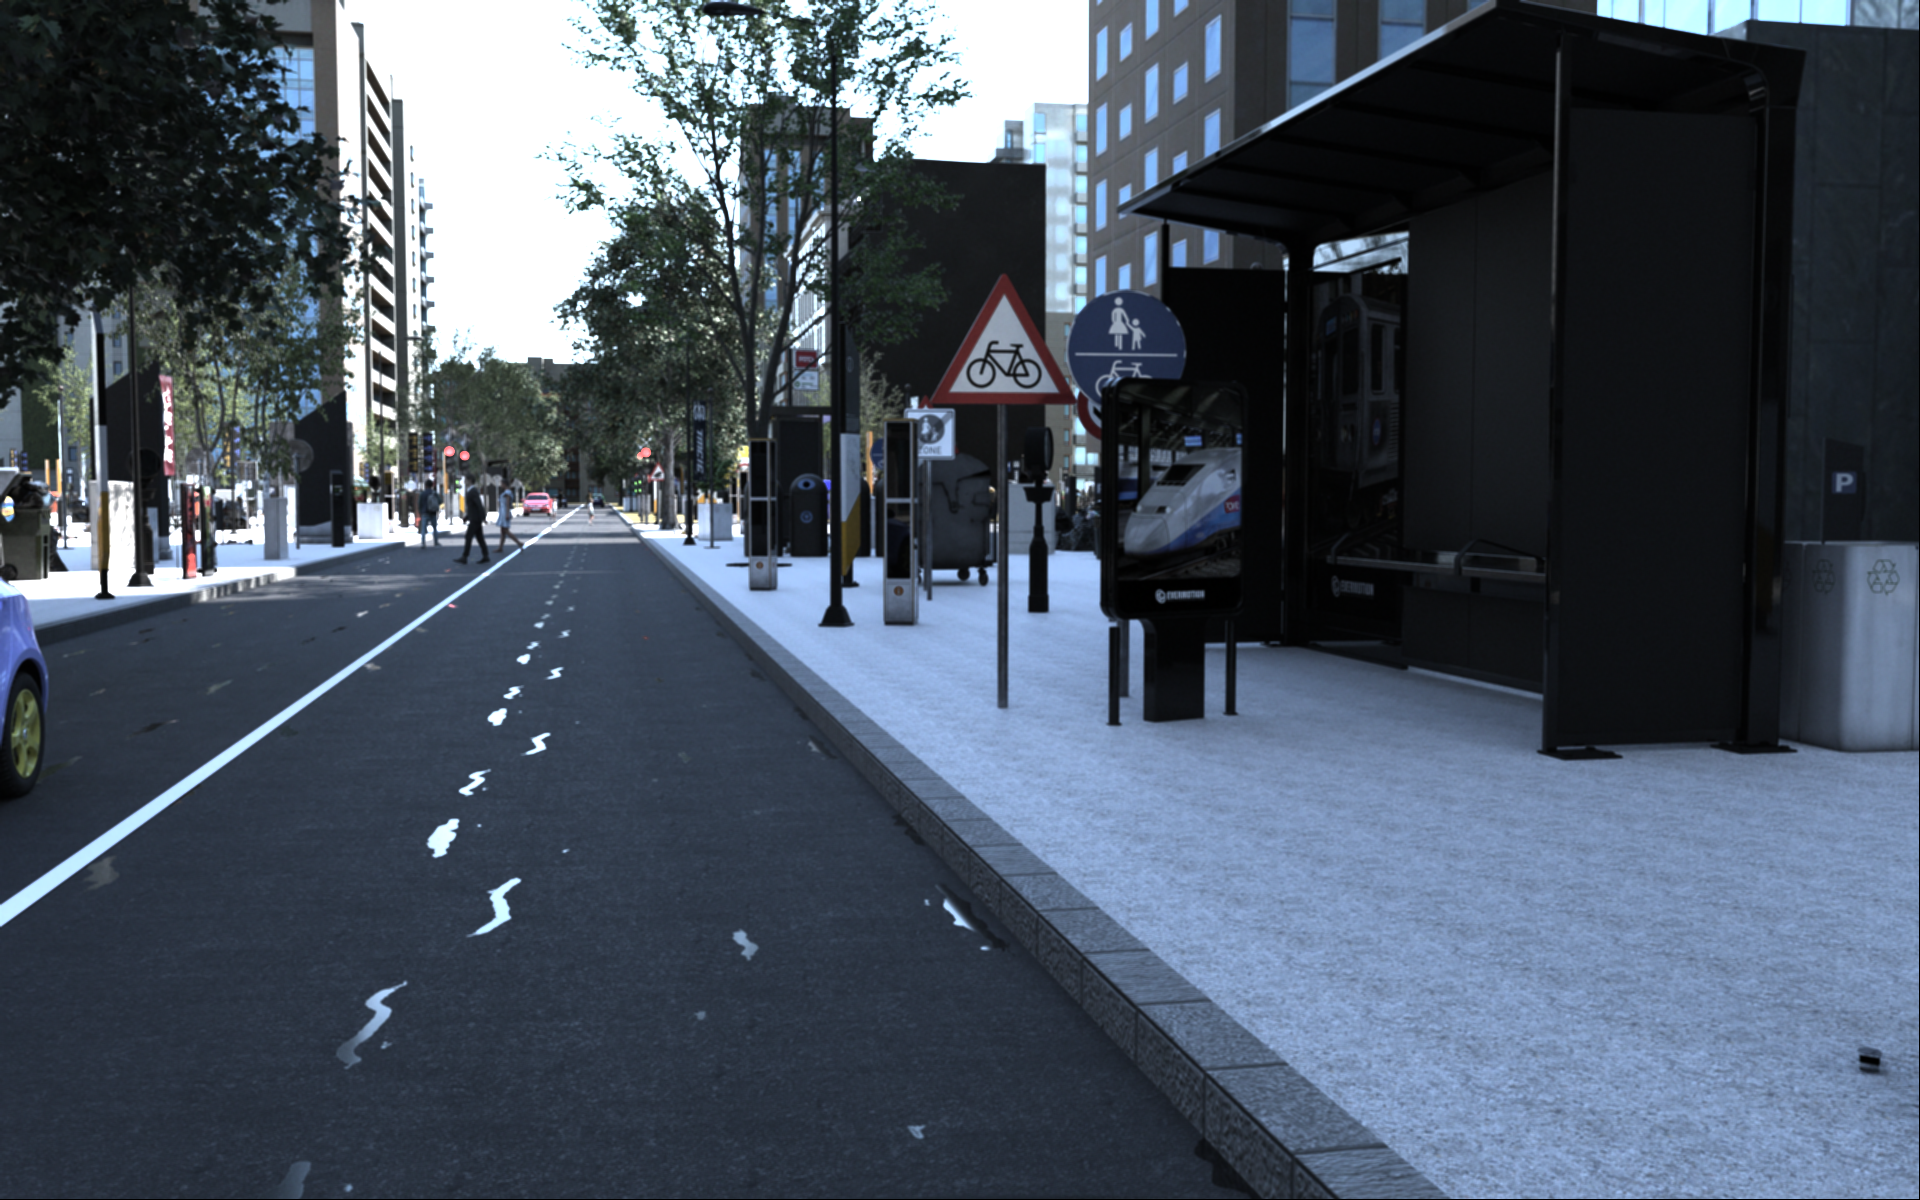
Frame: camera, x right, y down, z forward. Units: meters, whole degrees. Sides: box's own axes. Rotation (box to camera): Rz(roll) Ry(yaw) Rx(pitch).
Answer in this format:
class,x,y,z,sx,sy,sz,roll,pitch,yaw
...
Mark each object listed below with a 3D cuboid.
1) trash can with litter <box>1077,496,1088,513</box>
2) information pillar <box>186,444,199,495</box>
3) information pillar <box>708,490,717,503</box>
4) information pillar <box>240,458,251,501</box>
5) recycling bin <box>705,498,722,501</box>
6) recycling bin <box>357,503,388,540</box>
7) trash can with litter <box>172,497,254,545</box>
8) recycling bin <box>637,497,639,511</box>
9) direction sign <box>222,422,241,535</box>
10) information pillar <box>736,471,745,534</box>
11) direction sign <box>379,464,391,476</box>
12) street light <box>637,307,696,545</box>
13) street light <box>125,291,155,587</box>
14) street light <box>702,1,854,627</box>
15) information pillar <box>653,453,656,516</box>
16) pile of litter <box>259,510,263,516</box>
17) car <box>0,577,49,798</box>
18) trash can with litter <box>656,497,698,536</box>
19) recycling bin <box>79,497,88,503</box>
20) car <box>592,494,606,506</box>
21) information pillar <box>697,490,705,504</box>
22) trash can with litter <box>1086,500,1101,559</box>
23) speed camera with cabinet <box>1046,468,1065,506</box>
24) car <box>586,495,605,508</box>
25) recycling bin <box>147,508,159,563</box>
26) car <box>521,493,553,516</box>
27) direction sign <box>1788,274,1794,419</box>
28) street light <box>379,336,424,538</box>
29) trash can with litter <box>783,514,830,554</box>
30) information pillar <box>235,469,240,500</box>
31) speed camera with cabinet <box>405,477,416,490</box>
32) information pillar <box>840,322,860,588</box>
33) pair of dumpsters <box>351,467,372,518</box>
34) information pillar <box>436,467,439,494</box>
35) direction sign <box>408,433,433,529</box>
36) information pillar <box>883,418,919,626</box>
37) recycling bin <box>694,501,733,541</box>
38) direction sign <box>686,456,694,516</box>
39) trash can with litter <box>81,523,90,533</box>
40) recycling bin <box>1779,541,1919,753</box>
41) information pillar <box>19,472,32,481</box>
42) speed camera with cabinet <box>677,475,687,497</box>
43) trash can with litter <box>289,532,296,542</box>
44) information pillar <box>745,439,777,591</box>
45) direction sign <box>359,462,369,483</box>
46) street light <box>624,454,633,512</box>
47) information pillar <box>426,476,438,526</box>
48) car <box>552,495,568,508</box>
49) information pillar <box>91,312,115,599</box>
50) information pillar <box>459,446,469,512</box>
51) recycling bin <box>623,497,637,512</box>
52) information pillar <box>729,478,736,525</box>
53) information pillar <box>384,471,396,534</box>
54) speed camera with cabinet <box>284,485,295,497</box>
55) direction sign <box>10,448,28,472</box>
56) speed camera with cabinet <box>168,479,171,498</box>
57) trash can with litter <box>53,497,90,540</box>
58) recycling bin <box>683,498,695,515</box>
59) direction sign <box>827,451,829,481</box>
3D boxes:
class,x,y,z,sx,sy,sz,roll,pitch,yaw
trash can with litter,7.750,-6.097,110.750,1.678,1.210,2.233,2,4,30
information pillar,-34.215,-5.249,77.182,0.183,3.616,0.504,3,5,41
information pillar,-13.763,-6.424,96.390,0.504,3.616,0.183,-1,4,-20
information pillar,-45.071,-7.228,109.535,0.504,3.616,0.183,-1,4,-9
recycling bin,-14.181,-5.338,99.836,0.722,1.027,0.722,3,5,42
recycling bin,-16.533,-2.215,48.764,0.722,1.027,0.722,-1,4,-9
trash can with litter,-18.719,-2.021,44.106,2.233,1.210,1.678,1,4,11
recycling bin,-24.961,-7.319,132.221,0.722,1.027,0.722,1,4,14
direction sign,-22.998,-3.838,54.754,0.379,3.537,0.876,1,4,11
information pillar,-6.902,-3.114,55.408,0.304,2.012,0.304,0,4,-4
direction sign,-43.843,-8.567,132.060,0.876,3.537,0.379,-2,4,-32
street light,-7.345,-4.330,43.345,1.470,5.913,1.316,-1,4,-12
street light,-10.825,-3.142,23.906,1.470,5.913,1.316,-1,4,-12
street light,-1.736,-2.694,16.596,1.470,5.913,1.316,-1,4,-12
information pillar,-17.526,-6.625,99.669,0.183,3.616,0.504,0,4,7
pile of litter,-40.172,-5.338,101.240,1.719,0.858,1.176,-1,4,-12
car,-4.986,0.171,6.799,1.945,1.707,3.694,-1,4,-12
trash can with litter,-8.359,-2.608,53.701,1.678,1.210,2.233,-2,4,-31
recycling bin,-72.546,-7.978,142.991,0.722,1.027,0.722,1,4,16
car,-44.418,-12.251,212.095,2.131,1.459,4.920,-1,4,-12
information pillar,-14.874,-6.592,99.139,0.504,3.616,0.183,-3,4,-37
trash can with litter,2.967,-1.392,34.141,0.624,1.170,1.055,2,4,29
speed camera with cabinet,6.251,-7.264,113.108,2.038,3.252,0.660,-1,4,-18
car,-38.397,-10.388,182.424,1.945,1.354,3.894,-1,4,-11
recycling bin,-15.248,-1.181,31.861,0.722,1.027,0.722,0,4,-3
car,-27.626,-6.383,113.408,2.155,1.783,4.494,-1,4,-10
direction sign,8.164,-1.594,18.060,0.876,3.537,0.379,1,4,17
street light,-16.448,-4.796,50.961,1.470,5.913,1.316,-1,4,-12
trash can with litter,-3.401,-1.645,37.947,1.678,1.210,2.233,2,4,34
information pillar,-58.987,-9.188,141.580,0.504,3.616,0.183,1,4,16
speed camera with cabinet,-39.934,-8.177,128.022,2.038,3.252,0.660,-2,4,-32
information pillar,-1.521,-1.991,23.903,0.183,3.616,0.504,1,4,22
pair of dumpsters,-21.626,-3.550,60.533,1.574,2.255,4.437,-1,4,-12
information pillar,-40.661,-8.753,134.473,0.504,3.616,0.183,-1,4,-21
direction sign,-19.867,-4.396,63.870,0.876,3.537,0.379,0,4,-1
information pillar,-0.578,-0.765,16.992,0.304,2.012,0.304,0,4,8
recycling bin,-6.755,-2.155,47.793,0.722,1.027,0.722,-3,5,-42
direction sign,-15.879,-6.796,103.110,0.876,3.537,0.379,0,4,-7
trash can with litter,-28.617,-2.823,57.542,0.624,1.170,1.055,1,4,21
recycling bin,4.684,0.220,8.960,0.722,1.027,0.722,-1,4,-9
information pillar,-31.739,-3.323,58.816,0.304,2.012,0.304,1,4,20
speed camera with cabinet,-19.155,-7.912,123.691,2.038,3.252,0.660,-2,4,-33
trash can with litter,-17.373,-2.132,46.250,1.055,1.170,0.624,0,4,-5
information pillar,-2.626,-1.136,23.073,0.304,2.012,0.304,1,4,12
direction sign,-42.421,-8.033,123.340,0.379,3.537,0.876,2,4,24
street light,-12.938,-6.008,70.772,1.470,5.913,1.316,-1,4,-12
information pillar,-21.028,-3.945,69.000,0.304,2.012,0.304,1,4,20
car,-42.038,-10.328,181.438,1.945,1.354,3.894,-1,4,-12
information pillar,-10.467,-1.820,21.106,0.183,3.616,0.504,-2,4,-32
information pillar,-23.281,-5.510,81.446,0.504,3.616,0.183,1,4,10
recycling bin,-24.008,-6.907,125.481,0.722,1.027,0.722,-1,4,-18
information pillar,-9.286,-4.066,70.970,0.304,2.012,0.304,-1,4,-21
information pillar,-18.320,-3.127,55.618,0.304,2.012,0.304,0,4,-8
speed camera with cabinet,-24.904,-4.413,66.493,2.038,3.252,0.660,-2,4,-33
direction sign,-49.436,-6.062,91.115,0.876,3.537,0.379,0,4,3
speed camera with cabinet,-48.909,-6.773,105.079,2.038,3.252,0.660,1,4,19
trash can with litter,-25.468,-2.306,48.762,1.678,1.210,2.233,-1,4,-18
recycling bin,-16.324,-5.657,105.045,0.722,1.027,0.722,-2,4,-33
direction sign,-6.910,-6.050,90.906,0.379,3.537,0.876,-1,4,-10
